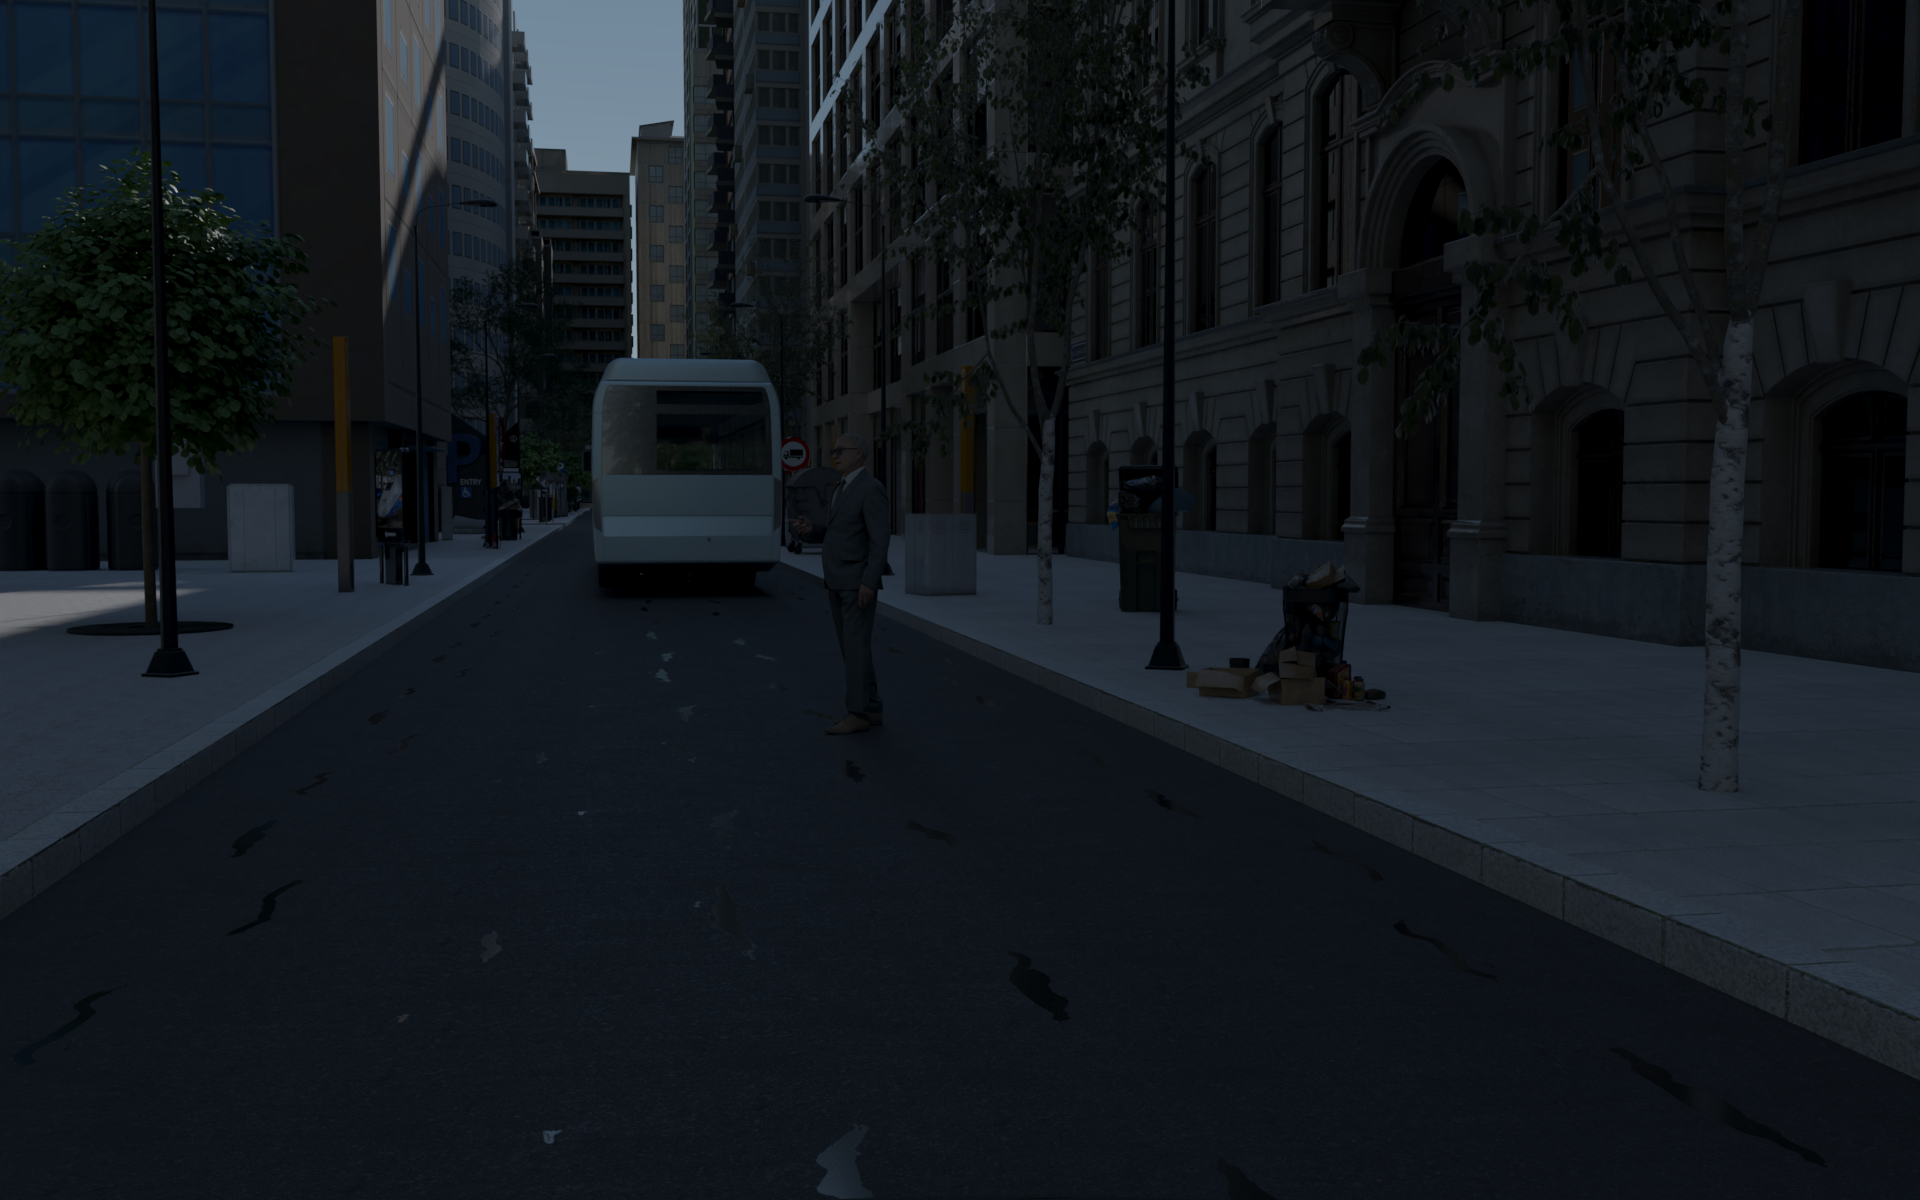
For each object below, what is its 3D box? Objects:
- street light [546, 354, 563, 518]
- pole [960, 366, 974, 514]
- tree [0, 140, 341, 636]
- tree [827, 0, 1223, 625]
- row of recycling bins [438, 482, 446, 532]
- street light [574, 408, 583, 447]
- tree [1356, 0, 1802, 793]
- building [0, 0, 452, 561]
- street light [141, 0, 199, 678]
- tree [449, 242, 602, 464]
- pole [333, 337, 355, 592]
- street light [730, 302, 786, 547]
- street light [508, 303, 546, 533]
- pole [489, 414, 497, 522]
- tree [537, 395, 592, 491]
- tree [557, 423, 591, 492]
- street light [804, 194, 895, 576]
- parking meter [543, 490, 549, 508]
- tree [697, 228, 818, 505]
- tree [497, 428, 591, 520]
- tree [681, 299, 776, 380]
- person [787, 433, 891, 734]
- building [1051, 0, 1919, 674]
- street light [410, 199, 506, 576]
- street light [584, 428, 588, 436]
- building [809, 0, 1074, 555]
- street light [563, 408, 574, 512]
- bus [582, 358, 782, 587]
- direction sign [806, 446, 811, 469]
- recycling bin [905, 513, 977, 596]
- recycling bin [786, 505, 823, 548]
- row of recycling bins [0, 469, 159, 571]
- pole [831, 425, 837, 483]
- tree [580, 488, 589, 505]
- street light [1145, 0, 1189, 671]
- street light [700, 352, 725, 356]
[{"bbox_3d":[-14.074,-5.193,57.447,1.470,5.913,1.316,-1,4,-11],"label":"street light"},{"bbox_3d":[0.113,-2.066,27.628,0.158,3.312,0.155,0,3,0],"label":"pole"},{"bbox_3d":[-7.559,-1.990,16.258,4.285,4.588,4.351,0,3,0],"label":"tree"},{"bbox_3d":[0.782,-4.079,17.051,4.360,8.622,3.978,0,3,0],"label":"tree"},{"bbox_3d":[-18.940,-3.134,58.355,3.534,1.692,1.069,0,4,7],"label":"row of recycling bins"},{"bbox_3d":[-21.023,-7.329,92.371,1.470,5.913,1.316,-1,4,-11],"label":"street light"},{"bbox_3d":[3.196,-3.493,7.469,4.360,8.622,3.978,0,3,0],"label":"tree"},{"bbox_3d":[-19.300,-23.720,37.932,14.600,45.320,14.200,-1,4,-11],"label":"building"},{"bbox_3d":[-5.053,-2.424,12.170,1.470,5.913,1.316,-1,4,-11],"label":"street light"},{"bbox_3d":[-16.468,-7.891,63.433,7.601,10.594,8.767,-1,4,-21],"label":"tree"},{"bbox_3d":[-8.029,-1.757,22.567,0.158,3.312,0.155,0,3,0],"label":"pole"},{"bbox_3d":[-4.871,-4.262,42.232,1.470,5.913,1.316,-1,4,-11],"label":"street light"},{"bbox_3d":[-10.945,-4.259,42.170,1.470,5.913,1.316,-1,4,-11],"label":"street light"},{"bbox_3d":[-11.858,-3.066,43.973,0.158,3.312,0.155,0,3,0],"label":"pole"},{"bbox_3d":[-26.678,-10.242,117.822,4.360,8.622,3.978,0,3,0],"label":"tree"},{"bbox_3d":[-36.729,-13.118,164.840,4.737,8.622,4.395,0,3,0],"label":"tree"},{"bbox_3d":[-1.733,-3.337,27.101,1.470,5.913,1.316,-1,4,-11],"label":"street light"},{"bbox_3d":[-22.967,-5.358,96.020,0.372,1.533,0.369,0,3,0],"label":"parking meter"},{"bbox_3d":[-4.873,-5.919,47.133,4.360,8.622,3.978,0,3,0],"label":"tree"},{"bbox_3d":[-21.390,-6.280,86.383,4.285,4.588,4.351,0,3,0],"label":"tree"},{"bbox_3d":[-8.703,-7.000,64.819,4.737,8.622,4.395,0,3,0],"label":"tree"},{"bbox_3d":[-0.718,-0.114,10.535,0.590,1.801,0.661,-2,4,-30],"label":"person"},{"bbox_3d":[10.559,-12.250,19.375,14.460,24.649,34.723,-1,4,-11],"label":"building"},{"bbox_3d":[-7.976,-3.350,27.312,1.470,5.913,1.316,-1,4,-11],"label":"street light"},{"bbox_3d":[-23.955,-8.223,106.990,1.470,5.913,1.316,-1,4,-11],"label":"street light"},{"bbox_3d":[6.788,-15.261,54.028,19.350,26.468,34.151,-1,4,-11],"label":"building"},{"bbox_3d":[-18.275,-6.442,77.862,1.470,5.913,1.316,-1,4,-11],"label":"street light"},{"bbox_3d":[-5.081,-2.154,30.079,2.948,3.499,13.247,-1,4,-12],"label":"bus"},{"bbox_3d":[-7.101,-5.524,82.308,0.379,3.537,0.876,1,4,20],"label":"direction sign"},{"bbox_3d":[-0.250,-0.590,22.207,0.722,1.027,0.722,-2,4,-26],"label":"recycling bin"},{"bbox_3d":[-3.690,-1.761,41.351,0.722,1.027,0.722,-2,4,-35],"label":"recycling bin"},{"bbox_3d":[-15.342,-1.349,29.170,3.534,1.692,1.069,0,4,-4],"label":"row of recycling bins"},{"bbox_3d":[-3.712,-3.497,51.021,0.158,3.312,0.155,0,3,0],"label":"pole"},{"bbox_3d":[-45.816,-13.172,209.962,1.663,3.219,1.824,0,3,0],"label":"tree"},{"bbox_3d":[0.993,-2.442,12.474,1.470,5.913,1.316,-1,4,-11],"label":"street light"},{"bbox_3d":[-7.795,-5.148,56.706,1.470,5.913,1.316,-1,4,-11],"label":"street light"}]
